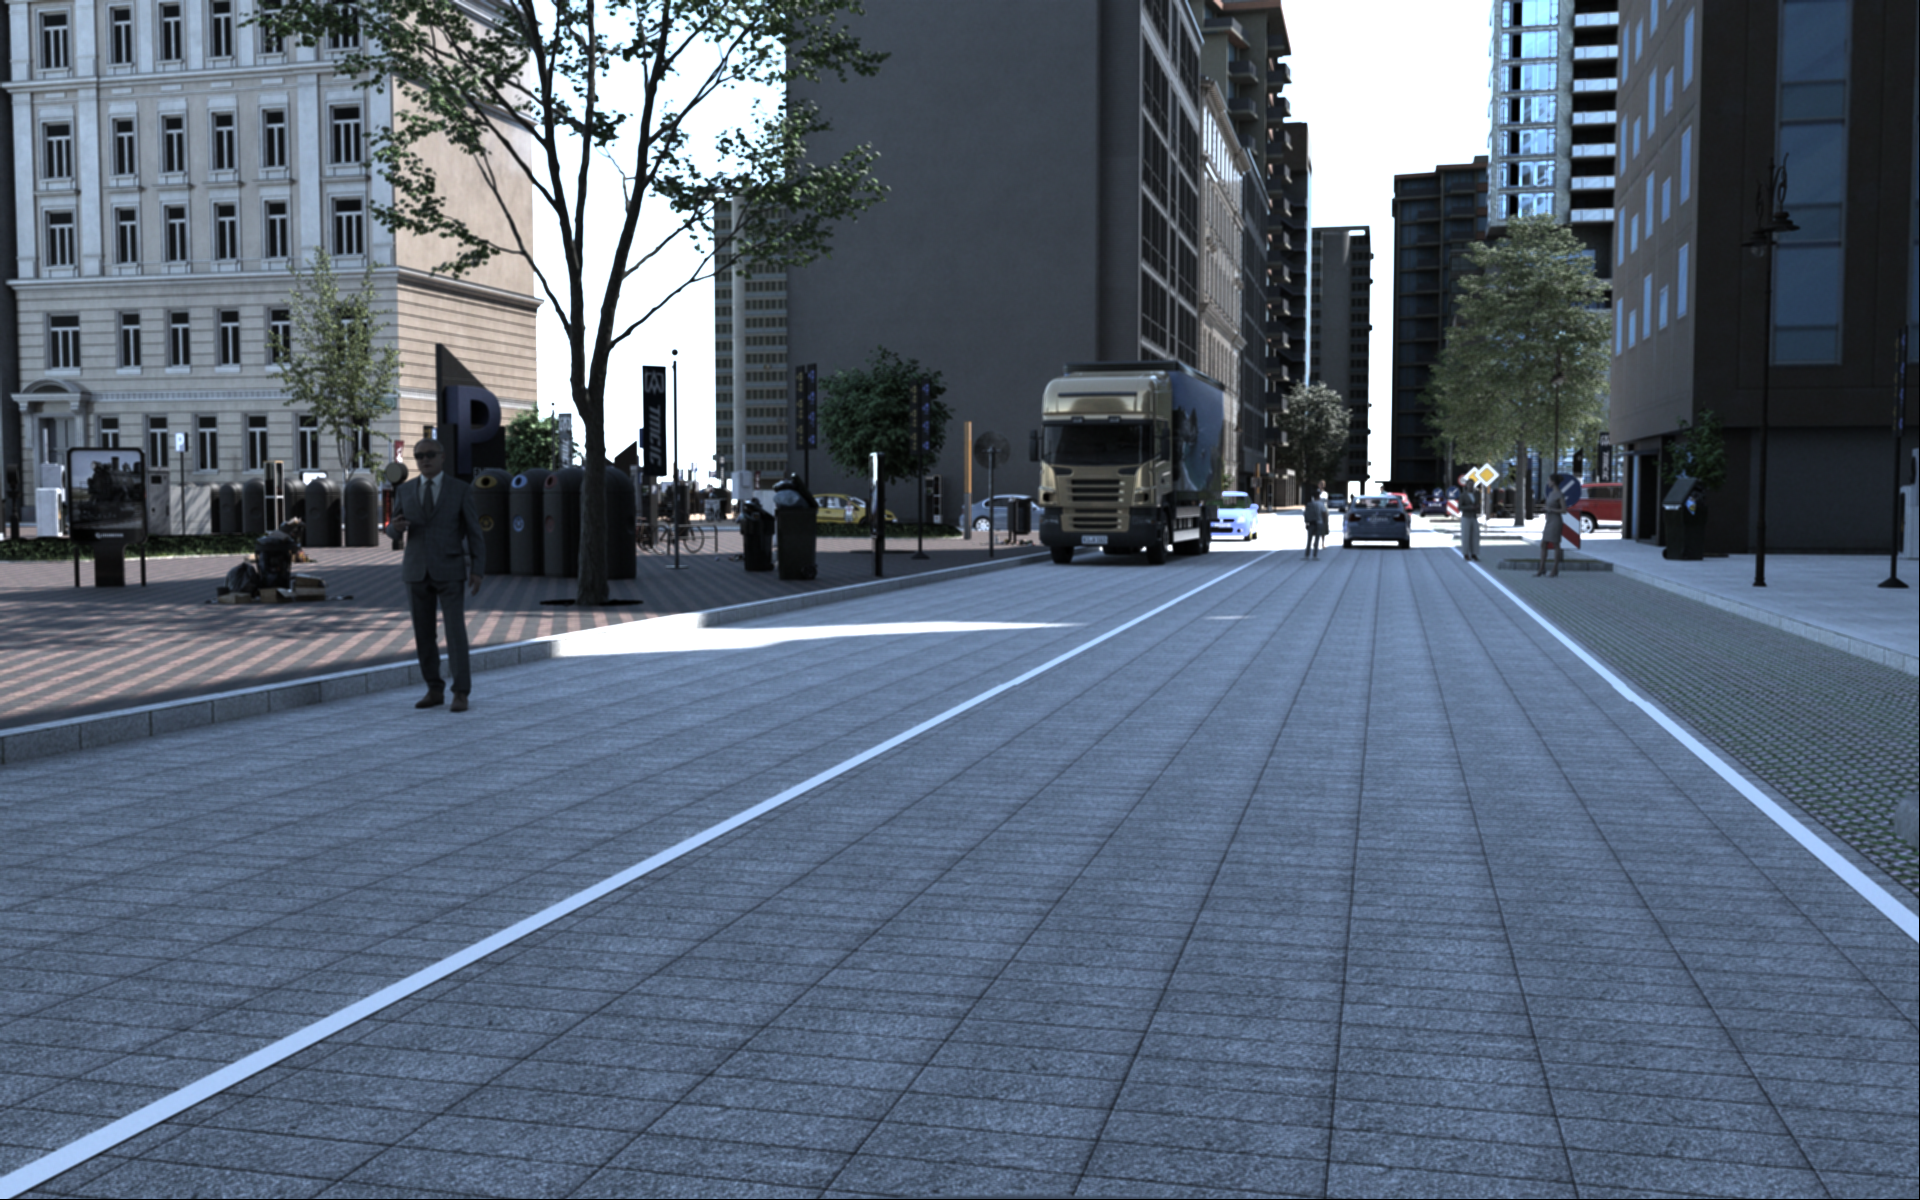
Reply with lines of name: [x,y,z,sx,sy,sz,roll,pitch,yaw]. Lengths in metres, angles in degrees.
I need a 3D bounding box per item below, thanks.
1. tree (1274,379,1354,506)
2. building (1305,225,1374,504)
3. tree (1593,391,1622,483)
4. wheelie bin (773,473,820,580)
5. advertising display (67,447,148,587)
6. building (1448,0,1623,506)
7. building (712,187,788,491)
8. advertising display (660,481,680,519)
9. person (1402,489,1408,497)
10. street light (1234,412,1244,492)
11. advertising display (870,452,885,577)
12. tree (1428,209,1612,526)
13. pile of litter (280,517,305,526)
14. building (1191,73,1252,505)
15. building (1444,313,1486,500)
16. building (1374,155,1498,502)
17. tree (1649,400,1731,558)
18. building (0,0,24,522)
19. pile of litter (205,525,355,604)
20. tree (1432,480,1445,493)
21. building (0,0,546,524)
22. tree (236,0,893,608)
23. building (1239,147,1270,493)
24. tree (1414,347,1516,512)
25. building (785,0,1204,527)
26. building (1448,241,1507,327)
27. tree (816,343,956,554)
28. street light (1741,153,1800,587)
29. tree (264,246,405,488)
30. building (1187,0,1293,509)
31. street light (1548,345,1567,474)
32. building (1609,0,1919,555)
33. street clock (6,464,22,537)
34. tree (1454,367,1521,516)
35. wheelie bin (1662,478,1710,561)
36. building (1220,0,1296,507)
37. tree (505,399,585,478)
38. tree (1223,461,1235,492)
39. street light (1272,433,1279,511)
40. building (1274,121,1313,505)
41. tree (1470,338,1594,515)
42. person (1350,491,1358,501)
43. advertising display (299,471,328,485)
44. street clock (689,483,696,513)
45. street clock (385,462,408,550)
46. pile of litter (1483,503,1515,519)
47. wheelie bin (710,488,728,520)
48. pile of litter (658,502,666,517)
tree: [38.912,-17.509,192.921,9.857,13.997,8.962,0,3,0]
building: [44.128,-33.336,236.920,23.993,40.220,32.217,1,4,14]
tree: [42.264,-10.077,115.117,4.737,8.622,4.395,0,3,0]
wheelie bin: [-2.477,-1.112,26.093,0.693,1.594,0.980,-1,4,-9]
advertising display: [-11.797,-1.148,23.989,0.974,1.923,0.123,-1,4,-13]
building: [54.003,-50.982,146.220,22.319,86.520,31.000,1,4,14]
building: [-15.024,-31.610,208.703,23.993,40.220,32.217,1,4,14]
advertising display: [-14.342,-4.930,85.814,0.974,1.923,0.123,0,4,-2]
person: [33.113,-7.399,129.390,0.656,1.842,0.836,0,4,-7]
street light: [15.676,-7.632,97.577,0.468,5.910,1.993,1,4,14]
advertising display: [-1.300,-1.345,27.204,0.123,1.923,0.974,-1,4,-10]
tree: [22.901,-9.246,69.295,7.486,12.596,7.792,0,3,0]
pile of litter: [-12.684,-1.123,32.328,1.176,0.858,1.719,-3,4,-37]
building: [9.943,-18.667,102.463,12.463,27.353,25.104,1,4,14]
building: [64.229,-20.271,176.477,27.650,21.520,28.899,1,4,14]
building: [69.193,-34.941,225.911,28.867,44.769,22.147,1,4,14]
tree: [15.289,-2.499,35.467,1.663,3.219,1.824,0,3,0]
building: [-51.514,-16.389,85.984,19.932,24.808,12.078,1,4,14]
pile of litter: [-8.157,-0.422,20.860,1.719,0.858,1.176,-1,4,-20]
tree: [58.041,-13.192,210.289,1.663,3.219,1.824,0,3,0]
building: [-31.888,-18.099,81.824,20.117,28.700,13.634,1,4,14]
tree: [-4.213,-5.742,19.637,9.928,11.665,9.643,0,3,0]
building: [14.589,-20.379,126.696,14.314,27.812,24.014,1,4,14]
tree: [36.038,-12.030,122.446,9.928,11.665,9.643,0,3,0]
building: [2.712,-17.460,78.981,14.314,27.812,24.014,1,4,14]
building: [63.056,-26.110,198.597,14.160,30.474,14.107,1,4,14]
tree: [-1.650,-3.319,37.982,4.285,4.588,4.351,0,3,0]
street light: [11.120,-3.127,23.909,0.468,5.910,1.993,1,4,14]
tree: [-18.251,-6.166,51.184,4.737,8.622,4.395,0,3,0]
building: [17.932,-30.603,154.981,22.147,44.769,28.867,1,4,14]
street light: [18.615,-4.970,54.053,0.468,5.910,1.993,1,4,14]
building: [23.894,-23.888,40.678,14.600,45.320,14.200,1,4,14]
street clock: [-23.098,-2.307,42.296,0.358,2.002,0.471,-1,4,-22]
tree: [30.138,-9.101,99.158,4.360,8.622,3.978,0,3,0]
wheelie bin: [14.119,-1.578,33.707,0.693,1.594,0.980,-1,4,-12]
building: [24.410,-45.311,179.083,20.563,71.187,20.611,1,4,14]
tree: [-14.628,-4.670,60.070,4.285,4.588,4.351,0,3,0]
tree: [13.038,-5.665,87.228,1.663,3.219,1.824,0,3,0]
street light: [23.279,-9.484,127.851,0.468,5.910,1.993,1,4,14]
building: [34.169,-33.994,205.907,14.200,45.320,14.600,1,4,14]
tree: [25.440,-7.855,78.797,4.737,8.622,4.395,0,3,0]
person: [43.799,-11.237,192.757,0.750,1.759,0.617,-1,4,-10]
advertising display: [-17.919,-2.620,48.055,0.123,1.923,0.974,1,4,22]
street clock: [-16.808,-6.381,108.901,0.358,2.002,0.471,-2,4,-33]
street clock: [-12.867,-2.143,39.606,0.471,2.002,0.358,1,4,19]
pile of litter: [27.966,-4.648,89.956,1.719,0.858,1.176,2,4,27]
wheelie bin: [-12.117,-4.819,86.690,0.693,1.594,0.980,3,4,38]
pile of litter: [-16.943,-5.177,98.604,1.719,0.858,1.176,2,4,34]
